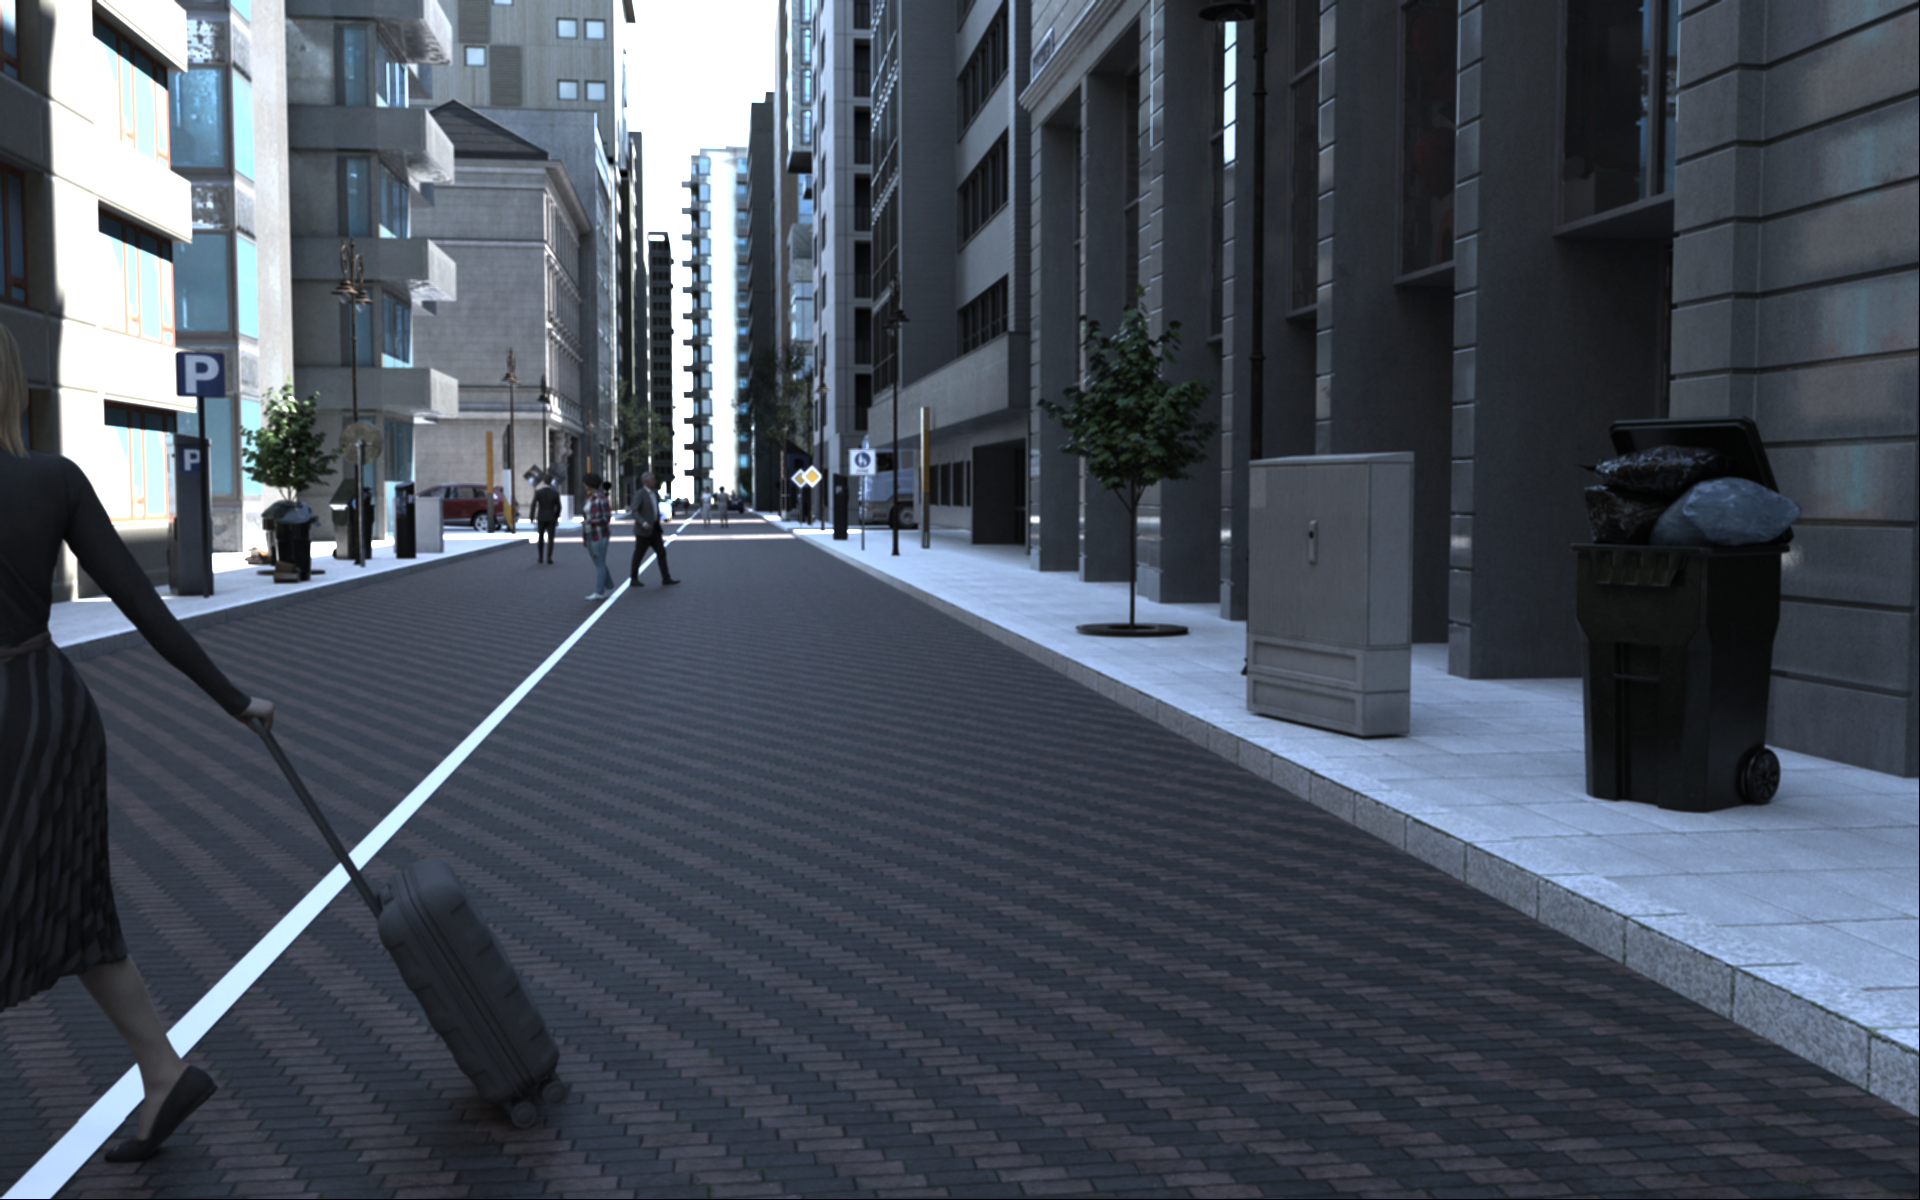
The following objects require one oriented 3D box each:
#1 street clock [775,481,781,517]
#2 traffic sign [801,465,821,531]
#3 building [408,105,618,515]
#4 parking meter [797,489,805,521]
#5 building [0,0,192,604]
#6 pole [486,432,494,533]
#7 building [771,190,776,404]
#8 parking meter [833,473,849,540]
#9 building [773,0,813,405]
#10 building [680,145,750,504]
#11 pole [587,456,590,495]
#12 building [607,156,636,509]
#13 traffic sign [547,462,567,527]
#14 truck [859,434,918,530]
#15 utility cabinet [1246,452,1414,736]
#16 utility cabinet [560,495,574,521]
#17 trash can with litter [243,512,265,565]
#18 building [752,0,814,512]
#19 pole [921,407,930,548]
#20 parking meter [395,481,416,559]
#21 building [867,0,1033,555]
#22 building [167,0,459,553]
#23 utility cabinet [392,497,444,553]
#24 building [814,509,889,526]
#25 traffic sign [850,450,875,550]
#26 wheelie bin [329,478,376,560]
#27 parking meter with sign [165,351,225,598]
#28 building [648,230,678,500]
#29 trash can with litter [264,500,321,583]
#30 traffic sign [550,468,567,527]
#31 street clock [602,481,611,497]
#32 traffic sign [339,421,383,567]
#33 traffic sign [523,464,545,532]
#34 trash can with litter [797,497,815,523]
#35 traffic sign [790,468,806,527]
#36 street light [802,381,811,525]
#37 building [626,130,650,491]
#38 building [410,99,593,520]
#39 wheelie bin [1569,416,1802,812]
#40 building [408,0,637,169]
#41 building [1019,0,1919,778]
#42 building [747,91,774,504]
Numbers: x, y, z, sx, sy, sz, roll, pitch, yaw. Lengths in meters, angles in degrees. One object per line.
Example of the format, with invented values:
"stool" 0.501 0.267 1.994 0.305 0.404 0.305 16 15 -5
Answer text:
"street clock" -10.022 -5.624 96.517 0.471 2.002 0.358 0 4 8
"traffic sign" -5.106 -3.436 59.815 0.795 2.450 0.064 0 4 -8
"building" -29.729 -18.231 116.099 12.078 24.808 19.932 0 4 -8
"parking meter" -7.497 -4.487 81.776 0.372 1.533 0.369 0 3 0
"building" -23.092 -10.040 9.193 27.650 21.520 28.899 0 4 -8
"pole" -15.361 -3.839 56.613 0.158 3.312 0.155 0 3 0
"building" -11.287 -24.234 167.929 14.160 30.474 14.107 0 4 -8
"parking meter" -3.343 -2.624 48.617 0.399 1.863 0.255 1 4 15
"building" -9.227 -30.788 153.498 14.600 45.320 14.200 0 4 -8
"building" -22.776 -37.828 238.097 30.456 49.044 23.786 0 4 -8
"pole" -20.090 -6.116 93.848 0.158 3.312 0.155 0 3 0
"building" -35.072 -22.940 146.763 14.160 30.474 14.107 0 4 -8
"traffic sign" -15.817 -4.155 68.041 0.768 2.556 0.104 0 4 -4
"truck" 4.876 -4.671 66.131 18.799 4.110 2.967 -1 4 -9
"utility cabinet" 2.012 -0.055 9.571 0.318 1.500 1.173 -1 4 -21
"utility cabinet" -18.604 -4.333 82.005 0.306 1.237 1.020 -2 4 -34
"trash can with litter" -12.576 -1.243 31.708 0.624 1.170 1.055 1 4 17
"building" -3.106 -49.364 119.776 22.319 86.520 31.000 0 4 -8
"pole" -0.818 -2.875 40.845 0.158 3.312 0.155 0 3 0
"parking meter" -11.060 -1.598 34.543 0.372 1.533 0.369 0 3 0
"building" 5.913 -13.802 44.735 14.314 24.678 30.058 0 4 -8
"building" -29.509 -25.958 44.026 30.456 49.044 23.786 0 4 -8
"utility cabinet" -11.784 -1.623 37.690 1.020 1.237 0.306 0 4 -5
"building" 3.961 -39.166 78.611 20.611 71.187 20.563 0 4 -8
"traffic sign" -2.217 -2.285 39.488 0.606 2.300 0.079 0 4 -2
"wheelie bin" -11.943 -1.601 34.078 0.980 1.594 0.693 3 4 38
"parking meter with sign" -9.798 -1.578 22.055 0.543 3.016 1.738 -2 4 -34
"building" -51.254 -33.394 237.877 23.993 40.220 32.217 0 4 -8
"trash can with litter" -9.728 -0.853 25.339 0.624 1.170 1.055 -1 4 -14
"traffic sign" -15.481 -3.841 66.437 0.795 2.450 0.064 0 4 -8
"street clock" -20.222 -5.791 99.248 0.471 2.002 0.358 -2 4 -24
"traffic sign" -10.480 -1.847 30.310 0.768 2.556 0.104 0 4 1
"traffic sign" -14.362 -3.357 58.531 0.795 2.450 0.064 0 4 -8
"trash can with litter" -6.833 -4.035 77.362 0.624 1.170 1.055 -3 4 -38
"traffic sign" -6.225 -3.919 67.722 0.795 2.450 0.064 0 4 -8
"street light" -6.192 -6.011 71.072 0.468 5.910 1.993 0 4 -8
"building" -41.521 -30.882 188.507 14.154 41.232 14.086 0 4 -8
"building" -25.027 -14.405 86.434 10.553 20.767 40.483 0 4 -8
"wheelie bin" 3.007 0.042 7.220 0.693 1.594 0.980 -3 4 -36
"building" -45.916 -35.311 166.578 28.713 52.752 27.495 0 4 -8
"building" 8.584 -14.513 14.785 11.434 29.767 29.804 0 4 -8
"building" -14.284 -35.634 206.322 21.300 48.544 21.600 0 4 -8
